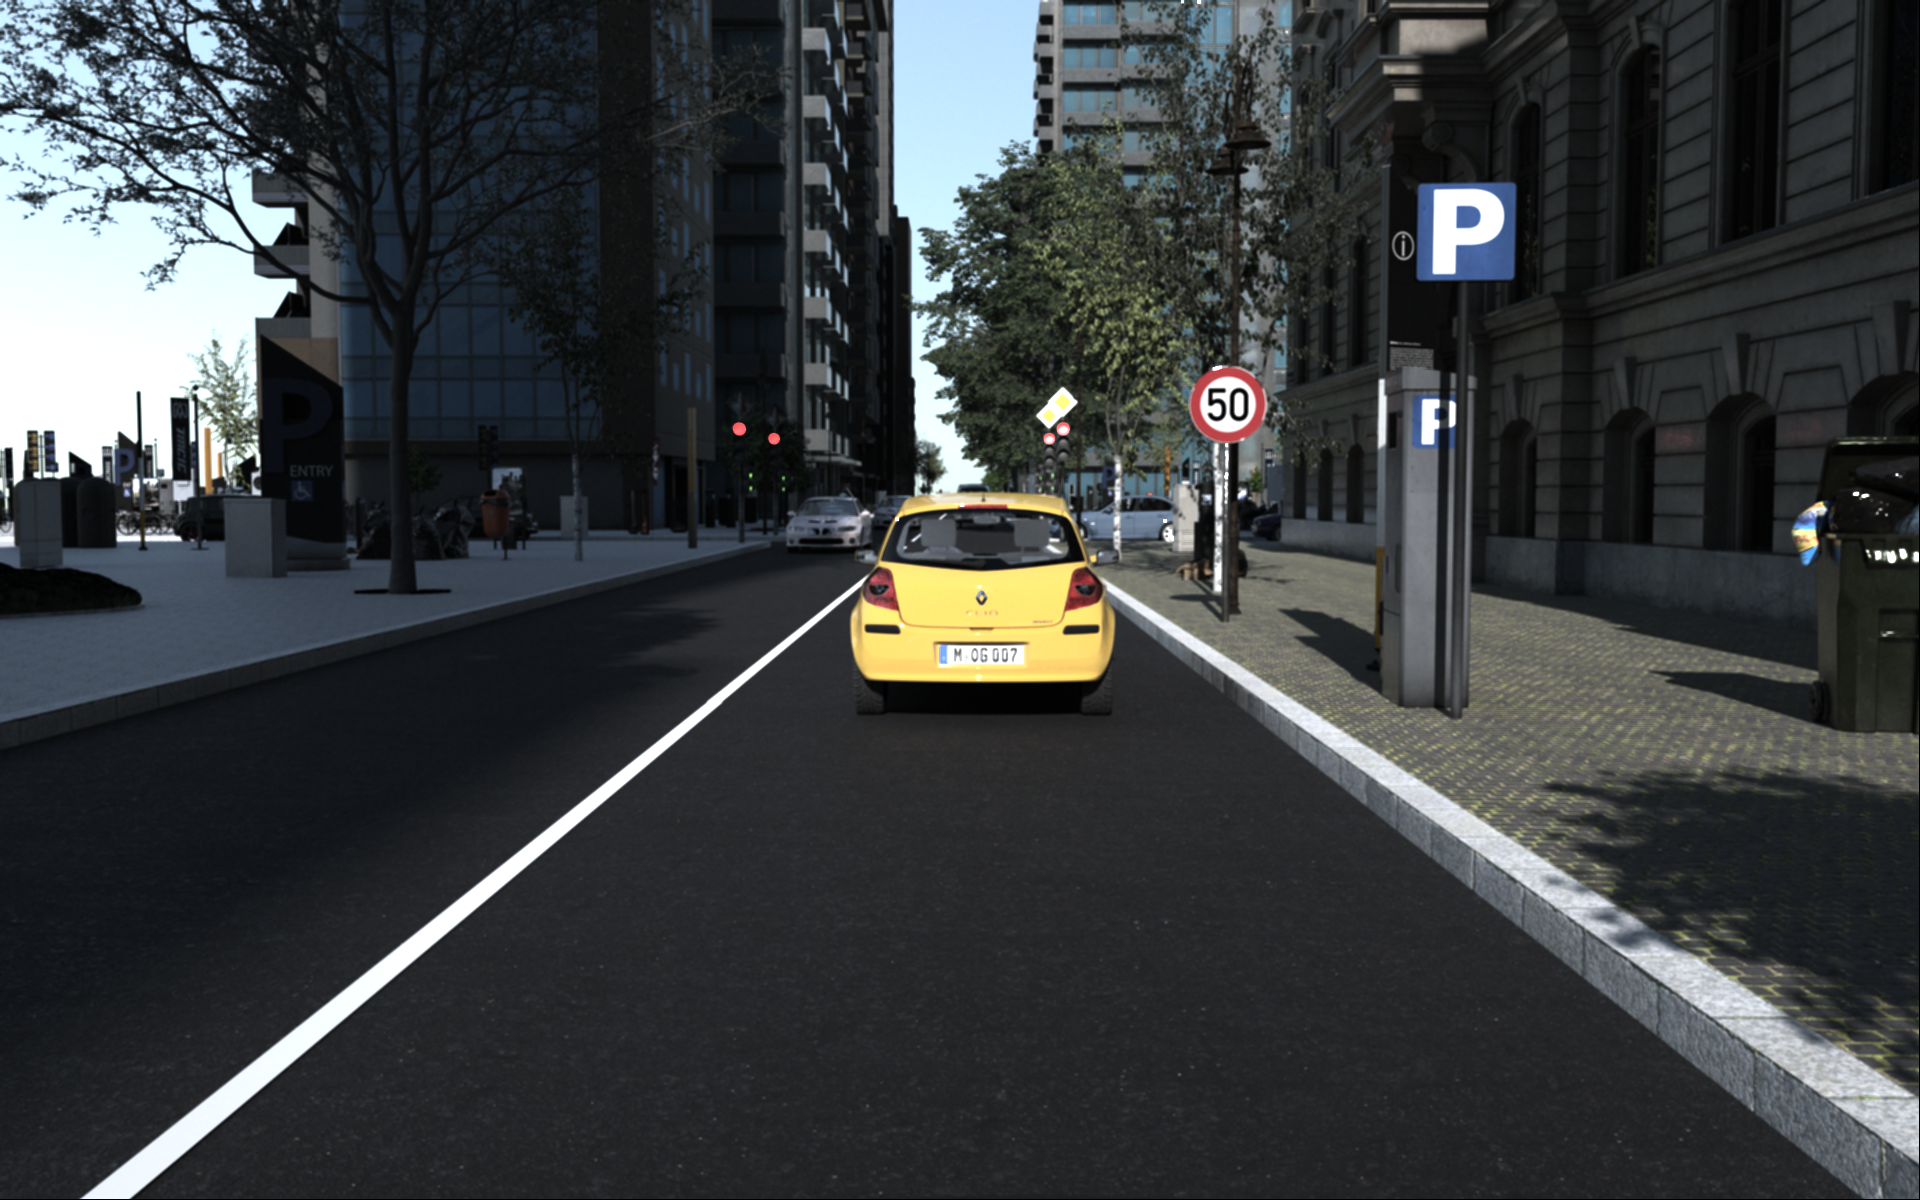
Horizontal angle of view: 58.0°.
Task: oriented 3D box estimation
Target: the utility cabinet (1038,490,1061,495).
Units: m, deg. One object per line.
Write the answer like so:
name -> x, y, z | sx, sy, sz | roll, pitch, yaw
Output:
utility cabinet -> 4.536, -4.848, 87.946 | 1.173, 1.500, 0.318 | 2, 4, 28

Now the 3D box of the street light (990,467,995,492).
street light -> 4.261, -16.049, 235.181 | 0.468, 5.910, 1.993 | 0, 4, 0

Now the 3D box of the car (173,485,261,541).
car -> -19.960, -2.390, 48.863 | 4.222, 1.686, 2.009 | 0, 4, -1

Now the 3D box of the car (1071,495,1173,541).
car -> 4.741, -2.308, 49.742 | 4.499, 1.417, 2.014 | 0, 4, 1

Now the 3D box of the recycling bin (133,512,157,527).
recycling bin -> -32.095, -3.404, 68.202 | 0.722, 1.027, 0.722 | -3, 4, -36

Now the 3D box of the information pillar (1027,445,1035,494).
information pillar -> 3.008, -5.020, 73.435 | 0.183, 3.616, 0.504 | 2, 4, 35

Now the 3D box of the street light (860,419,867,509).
street light -> -5.934, -8.199, 106.835 | 0.468, 5.910, 1.993 | 0, 4, 0

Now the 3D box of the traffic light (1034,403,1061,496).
traffic light -> 2.724, -3.948, 53.478 | 0.839, 4.253, 0.868 | 0, 4, 0

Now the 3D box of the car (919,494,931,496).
car -> -2.325, -6.862, 124.197 | 2.014, 1.417, 4.499 | 0, 4, 2

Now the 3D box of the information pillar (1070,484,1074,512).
information pillar -> 8.064, -7.363, 124.882 | 0.304, 2.012, 0.304 | 1, 4, 8

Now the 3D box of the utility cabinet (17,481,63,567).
utility cabinet -> -16.122, -1.325, 30.350 | 0.318, 1.500, 1.173 | -1, 4, -9

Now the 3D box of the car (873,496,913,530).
car -> -2.523, -3.605, 71.298 | 2.083, 1.381, 4.827 | 0, 4, 1

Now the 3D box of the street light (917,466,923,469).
street light -> -5.176, -14.725, 213.533 | 0.468, 5.910, 1.993 | 0, 4, 0

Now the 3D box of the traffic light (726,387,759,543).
traffic light -> -5.736, -3.462, 45.528 | 0.839, 4.253, 0.868 | 0, 4, 0

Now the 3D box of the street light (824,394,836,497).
street light -> -6.034, -6.575, 80.290 | 0.468, 5.910, 1.993 | 0, 4, 0

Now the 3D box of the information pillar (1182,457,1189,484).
information pillar -> 14.251, -7.211, 109.262 | 0.504, 3.616, 0.183 | 3, 4, 37

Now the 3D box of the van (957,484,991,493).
van -> 0.617, -4.012, 72.605 | 2.013, 2.044, 4.112 | 0, 4, 2

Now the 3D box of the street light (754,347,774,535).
street light -> -6.147, -4.994, 54.436 | 0.468, 5.910, 1.993 | 0, 4, 0

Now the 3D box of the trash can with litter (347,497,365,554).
trash can with litter -> -13.041, -1.650, 38.042 | 1.678, 1.210, 2.233 | -1, 4, -13

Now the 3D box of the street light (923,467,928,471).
street light -> -4.998, -16.306, 239.387 | 0.468, 5.910, 1.993 | 0, 4, 0

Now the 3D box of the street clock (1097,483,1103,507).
street clock -> 9.164, -6.655, 113.386 | 0.358, 2.002, 0.471 | 3, 4, 39

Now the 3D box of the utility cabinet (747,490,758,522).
utility cabinet -> -9.295, -4.217, 77.621 | 0.318, 1.500, 1.173 | 0, 4, 2

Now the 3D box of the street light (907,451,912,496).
street light -> -5.331, -12.801, 182.088 | 0.468, 5.910, 1.993 | 0, 4, 0

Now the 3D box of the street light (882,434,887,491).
street light -> -5.631, -9.639, 130.380 | 0.468, 5.910, 1.993 | 0, 4, 0

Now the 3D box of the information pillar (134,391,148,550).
information pillar -> -18.747, -2.953, 39.644 | 0.183, 3.616, 0.504 | -2, 4, -24

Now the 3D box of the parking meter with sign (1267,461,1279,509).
parking meter with sign -> 16.785, -5.914, 92.961 | 0.543, 3.016, 1.738 | 1, 4, 21

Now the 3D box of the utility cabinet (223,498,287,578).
utility cabinet -> -10.895, -0.956, 26.795 | 1.020, 1.237, 0.306 | 2, 4, 25

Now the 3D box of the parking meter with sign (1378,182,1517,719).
parking meter with sign -> 2.896, -0.879, 10.635 | 0.543, 3.016, 1.738 | 0, 4, 4

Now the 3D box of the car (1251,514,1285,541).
car -> 10.277, -2.240, 49.209 | 3.894, 1.354, 1.945 | 0, 4, 2

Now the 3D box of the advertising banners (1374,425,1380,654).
advertising banners -> 3.480, -1.108, 14.305 | 0.090, 3.025, 2.074 | 1, 4, 14

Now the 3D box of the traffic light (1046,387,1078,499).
traffic light -> 2.675, -3.460, 45.493 | 0.839, 4.253, 0.868 | 0, 4, 0

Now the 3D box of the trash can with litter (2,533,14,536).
trash can with litter -> -28.617, -2.635, 54.136 | 2.233, 1.210, 1.678 | -1, 4, -21

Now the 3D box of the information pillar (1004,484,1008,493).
information pillar -> 3.185, -7.096, 120.509 | 0.304, 2.012, 0.304 | 0, 4, 5

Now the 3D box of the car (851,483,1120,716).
car -> 0.191, -0.149, 12.653 | 2.015, 1.641, 3.980 | 0, 4, 2

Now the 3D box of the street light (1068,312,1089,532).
street light -> 3.036, -4.368, 44.208 | 0.468, 5.910, 1.993 | 0, 4, 0

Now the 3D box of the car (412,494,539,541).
car -> -14.446, -2.495, 50.575 | 4.222, 1.686, 2.009 | 0, 4, 2

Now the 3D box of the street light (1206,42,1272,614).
street light -> 2.920, -2.787, 18.354 | 0.468, 5.910, 1.993 | 0, 4, 0

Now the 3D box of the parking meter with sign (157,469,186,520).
parking meter with sign -> -39.162, -5.459, 85.512 | 1.738, 3.016, 0.543 | 0, 4, -7

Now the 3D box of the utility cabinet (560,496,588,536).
utility cabinet -> -11.789, -2.556, 52.950 | 1.020, 1.237, 0.306 | 3, 5, 41

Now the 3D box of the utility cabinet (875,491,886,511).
utility cabinet -> -5.523, -6.832, 120.382 | 0.318, 1.500, 1.173 | 2, 4, 24

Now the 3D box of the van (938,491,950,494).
van -> -1.846, -12.027, 203.656 | 2.013, 2.044, 4.112 | 0, 4, -1

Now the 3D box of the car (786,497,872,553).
car -> -3.264, -1.925, 43.842 | 2.083, 1.381, 4.827 | 0, 4, 2

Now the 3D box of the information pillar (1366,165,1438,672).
information pillar -> 3.229, -1.297, 12.559 | 0.504, 3.616, 0.183 | -2, 4, -28

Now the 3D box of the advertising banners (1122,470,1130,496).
advertising banners -> 11.866, -7.816, 123.982 | 0.090, 3.025, 2.074 | -1, 4, -9

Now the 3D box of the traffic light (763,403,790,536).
traffic light -> -5.687, -3.951, 53.513 | 0.839, 4.253, 0.868 | 0, 4, 0

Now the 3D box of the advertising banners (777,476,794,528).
advertising banners -> -6.653, -4.273, 66.058 | 0.090, 3.025, 2.074 | -2, 4, -25

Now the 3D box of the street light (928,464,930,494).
street light -> -4.828, -17.887, 265.241 | 0.468, 5.910, 1.993 | 0, 4, 0

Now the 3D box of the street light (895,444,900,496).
street light -> -5.591, -11.220, 156.235 | 0.468, 5.910, 1.993 | 0, 4, 0

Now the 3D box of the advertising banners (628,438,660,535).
advertising banners -> -9.950, -3.570, 54.560 | 0.090, 3.025, 2.074 | -3, 4, -38

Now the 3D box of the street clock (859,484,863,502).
street clock -> -6.958, -7.157, 121.588 | 0.358, 2.002, 0.471 | 1, 4, 10

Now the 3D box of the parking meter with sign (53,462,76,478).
parking meter with sign -> -49.037, -6.021, 94.708 | 1.738, 3.016, 0.543 | 2, 4, 30

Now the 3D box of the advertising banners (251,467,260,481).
advertising banners -> -45.705, -6.986, 110.416 | 2.074, 3.025, 0.090 | -1, 4, -18
